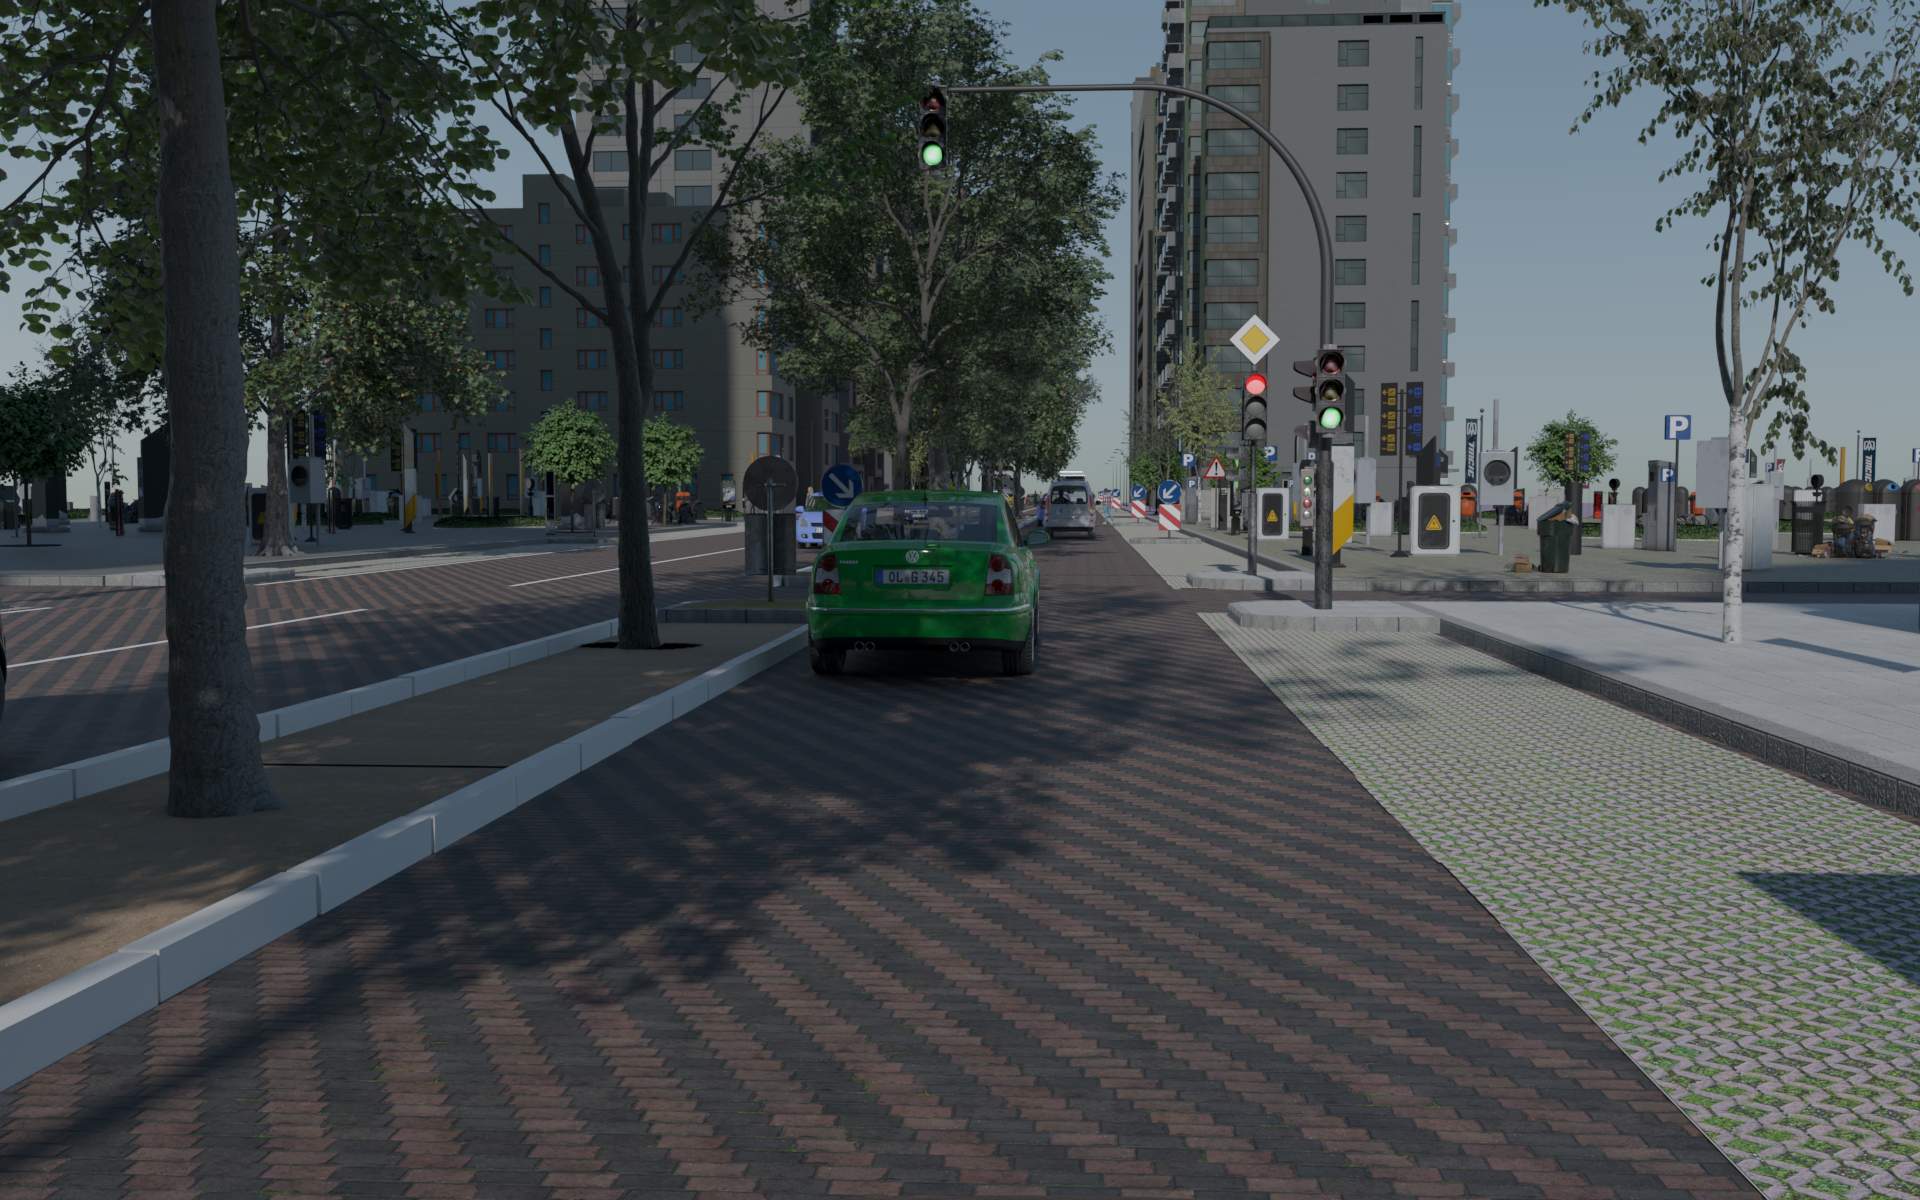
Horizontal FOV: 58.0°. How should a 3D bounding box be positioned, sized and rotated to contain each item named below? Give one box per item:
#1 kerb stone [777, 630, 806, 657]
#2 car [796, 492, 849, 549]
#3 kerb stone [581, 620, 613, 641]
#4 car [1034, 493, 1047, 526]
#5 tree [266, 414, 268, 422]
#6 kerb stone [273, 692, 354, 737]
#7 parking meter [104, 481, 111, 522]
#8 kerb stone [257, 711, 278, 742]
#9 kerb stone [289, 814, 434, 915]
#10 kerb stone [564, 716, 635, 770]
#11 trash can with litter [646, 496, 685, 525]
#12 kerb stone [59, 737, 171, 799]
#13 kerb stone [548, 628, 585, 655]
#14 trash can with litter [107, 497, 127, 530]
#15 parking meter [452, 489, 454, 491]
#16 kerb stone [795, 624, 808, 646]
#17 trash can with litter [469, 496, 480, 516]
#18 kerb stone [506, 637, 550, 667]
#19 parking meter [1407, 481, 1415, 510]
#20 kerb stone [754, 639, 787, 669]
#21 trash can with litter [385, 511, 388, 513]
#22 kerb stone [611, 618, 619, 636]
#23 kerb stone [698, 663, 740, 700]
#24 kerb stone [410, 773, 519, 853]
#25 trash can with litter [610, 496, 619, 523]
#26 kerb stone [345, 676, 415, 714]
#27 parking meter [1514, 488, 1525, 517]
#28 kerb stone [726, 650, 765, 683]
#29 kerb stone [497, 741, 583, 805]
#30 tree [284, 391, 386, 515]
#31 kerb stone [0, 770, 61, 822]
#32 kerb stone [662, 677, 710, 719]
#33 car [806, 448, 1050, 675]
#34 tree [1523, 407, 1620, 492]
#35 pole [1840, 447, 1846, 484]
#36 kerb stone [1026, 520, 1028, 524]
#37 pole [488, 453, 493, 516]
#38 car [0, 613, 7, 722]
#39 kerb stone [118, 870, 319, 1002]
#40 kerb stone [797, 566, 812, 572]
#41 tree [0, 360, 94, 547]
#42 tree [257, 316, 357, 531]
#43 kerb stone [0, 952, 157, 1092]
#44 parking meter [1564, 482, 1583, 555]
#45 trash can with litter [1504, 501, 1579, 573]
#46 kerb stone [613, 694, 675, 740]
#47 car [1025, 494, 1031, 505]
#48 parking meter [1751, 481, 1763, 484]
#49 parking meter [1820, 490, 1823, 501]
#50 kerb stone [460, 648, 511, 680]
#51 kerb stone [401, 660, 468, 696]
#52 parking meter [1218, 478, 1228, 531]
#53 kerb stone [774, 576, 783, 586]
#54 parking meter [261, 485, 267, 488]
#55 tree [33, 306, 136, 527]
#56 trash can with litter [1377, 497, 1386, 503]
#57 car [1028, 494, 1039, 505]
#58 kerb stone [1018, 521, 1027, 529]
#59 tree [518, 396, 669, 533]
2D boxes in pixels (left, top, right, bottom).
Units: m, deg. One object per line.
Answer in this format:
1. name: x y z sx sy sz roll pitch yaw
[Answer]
1. kerb stone: -1.552 0.406 15.592 0.120 0.150 1.000 0 4 4
2. car: -3.367 -2.246 46.315 1.945 1.707 3.694 0 4 3
3. kerb stone: -3.583 0.334 16.781 0.120 0.150 1.000 0 4 4
4. car: 4.322 -4.192 78.134 1.945 1.707 3.694 0 4 2
5. tree: -36.102 -8.811 94.415 4.360 8.622 3.978 0 3 0
6. kerb stone: -4.005 0.713 10.631 0.120 0.150 1.000 0 4 4
7. parking meter: -39.053 -4.505 79.366 0.255 1.863 0.399 -2 4 -26
8. kerb stone: -4.088 0.770 9.606 0.120 0.150 1.000 0 4 4
9. kerb stone: -2.199 0.966 6.397 0.120 0.150 1.000 0 4 4
10. kerb stone: -1.980 0.785 9.456 0.120 0.150 1.000 0 4 4
11. trash can with litter: -12.565 -3.743 72.248 2.233 1.210 1.678 -1 4 -16
12. kerb stone: -4.150 0.832 8.585 0.120 0.150 1.000 0 4 4
13. kerb stone: -3.641 0.394 15.756 0.120 0.150 1.000 0 4 4
14. trash can with litter: -30.174 -3.097 62.023 0.624 1.170 1.055 -2 4 -26
15. parking meter: -26.402 -5.038 90.779 0.372 1.533 0.369 0 3 0
16. kerb stone: -1.485 0.340 16.628 0.120 0.150 1.000 0 4 4
17. trash can with litter: -23.092 -4.299 81.344 2.233 1.210 1.678 1 4 14
18. kerb stone: -3.718 0.457 14.725 0.120 0.150 1.000 0 4 4
19. parking meter: 19.753 -4.295 75.936 0.255 1.863 0.399 0 4 -4
20. kerb stone: -1.623 0.470 14.563 0.120 0.150 1.000 0 4 4
21. trash can with litter: -31.500 -5.174 95.986 1.055 1.170 0.624 -3 5 -39
22. kerb stone: -3.499 0.269 17.806 0.120 0.150 1.000 0 4 4
23. kerb stone: -1.768 0.596 12.519 0.120 0.150 1.000 0 4 4
24. kerb stone: -2.121 0.906 7.417 0.120 0.150 1.000 0 4 4
25. trash can with litter: -15.665 -4.014 76.688 2.233 1.210 1.678 -3 5 -40
26. kerb stone: -3.938 0.654 11.652 0.120 0.150 1.000 0 4 4
27. parking meter: 23.738 -3.975 73.406 0.372 1.533 0.369 0 3 0
28. kerb stone: -1.700 0.529 13.540 0.120 0.150 1.000 0 4 4
29. kerb stone: -2.054 0.847 8.437 0.120 0.150 1.000 0 4 4
30. tree: -26.239 -7.594 74.532 4.360 8.622 3.978 0 3 0
31. kerb stone: -4.223 0.895 7.563 0.120 0.150 1.000 0 4 4
32. kerb stone: -1.841 0.658 11.499 0.120 0.150 1.000 0 4 4
33. car: -0.208 -0.386 15.115 1.959 1.807 4.718 0 4 4
34. tree: 23.165 -5.026 65.893 4.285 4.588 4.351 0 3 0
35. pole: 37.993 -4.940 74.609 0.158 3.312 0.155 0 3 0
36. kerb stone: 2.872 -3.446 78.530 0.120 0.150 1.000 0 4 4
37. pole: -23.433 -5.667 86.506 0.158 3.312 0.155 0 3 0
38. car: -6.323 0.100 8.149 2.009 1.686 4.222 0 4 3
39. kerb stone: -2.277 1.029 5.378 0.120 0.150 1.000 0 4 4
40. kerb stone: -2.671 -0.453 29.603 0.120 0.150 1.000 0 4 4
41. tree: -22.979 -3.604 42.638 4.285 4.588 4.351 0 3 0
42. tree: -22.558 -6.695 59.829 4.737 8.622 4.395 0 3 0
43. kerb stone: -2.343 1.094 4.358 0.120 0.150 1.000 0 4 4
44. parking meter: 12.917 -1.718 36.498 0.372 1.533 0.369 0 3 0
45. trash can with litter: 9.462 -1.028 28.196 1.055 1.170 0.624 0 4 2
46. kerb stone: -1.919 0.717 10.477 0.120 0.150 1.000 0 4 4
47. car: 9.956 -14.080 239.240 2.155 1.783 4.494 0 4 4
48. parking meter: 14.934 -1.486 32.706 0.372 1.533 0.369 0 3 0
49. parking meter: 44.131 -4.933 89.066 0.372 1.533 0.369 0 3 0
50. kerb stone: -3.794 0.519 13.705 0.120 0.150 1.000 0 4 4
51. kerb stone: -3.863 0.582 12.685 0.120 0.150 1.000 0 4 4
52. parking meter: 9.262 -3.384 61.042 0.255 1.863 0.399 0 4 -5
53. kerb stone: -2.822 -0.328 27.559 0.120 0.150 1.000 0 4 4
54. parking meter: -42.204 -6.080 105.113 0.399 1.863 0.255 -1 4 -21
55. tree: -33.607 -7.140 67.105 4.737 8.622 4.395 0 3 0
56. trash can with litter: 14.874 -2.961 59.800 1.055 1.170 0.624 0 4 7
57. car: 9.901 -13.122 226.341 2.131 1.459 4.920 0 4 3
58. kerb stone: 2.807 -3.383 77.506 0.120 0.150 1.000 0 4 4
59. tree: -12.873 -4.522 57.656 4.285 4.588 4.351 0 3 0
